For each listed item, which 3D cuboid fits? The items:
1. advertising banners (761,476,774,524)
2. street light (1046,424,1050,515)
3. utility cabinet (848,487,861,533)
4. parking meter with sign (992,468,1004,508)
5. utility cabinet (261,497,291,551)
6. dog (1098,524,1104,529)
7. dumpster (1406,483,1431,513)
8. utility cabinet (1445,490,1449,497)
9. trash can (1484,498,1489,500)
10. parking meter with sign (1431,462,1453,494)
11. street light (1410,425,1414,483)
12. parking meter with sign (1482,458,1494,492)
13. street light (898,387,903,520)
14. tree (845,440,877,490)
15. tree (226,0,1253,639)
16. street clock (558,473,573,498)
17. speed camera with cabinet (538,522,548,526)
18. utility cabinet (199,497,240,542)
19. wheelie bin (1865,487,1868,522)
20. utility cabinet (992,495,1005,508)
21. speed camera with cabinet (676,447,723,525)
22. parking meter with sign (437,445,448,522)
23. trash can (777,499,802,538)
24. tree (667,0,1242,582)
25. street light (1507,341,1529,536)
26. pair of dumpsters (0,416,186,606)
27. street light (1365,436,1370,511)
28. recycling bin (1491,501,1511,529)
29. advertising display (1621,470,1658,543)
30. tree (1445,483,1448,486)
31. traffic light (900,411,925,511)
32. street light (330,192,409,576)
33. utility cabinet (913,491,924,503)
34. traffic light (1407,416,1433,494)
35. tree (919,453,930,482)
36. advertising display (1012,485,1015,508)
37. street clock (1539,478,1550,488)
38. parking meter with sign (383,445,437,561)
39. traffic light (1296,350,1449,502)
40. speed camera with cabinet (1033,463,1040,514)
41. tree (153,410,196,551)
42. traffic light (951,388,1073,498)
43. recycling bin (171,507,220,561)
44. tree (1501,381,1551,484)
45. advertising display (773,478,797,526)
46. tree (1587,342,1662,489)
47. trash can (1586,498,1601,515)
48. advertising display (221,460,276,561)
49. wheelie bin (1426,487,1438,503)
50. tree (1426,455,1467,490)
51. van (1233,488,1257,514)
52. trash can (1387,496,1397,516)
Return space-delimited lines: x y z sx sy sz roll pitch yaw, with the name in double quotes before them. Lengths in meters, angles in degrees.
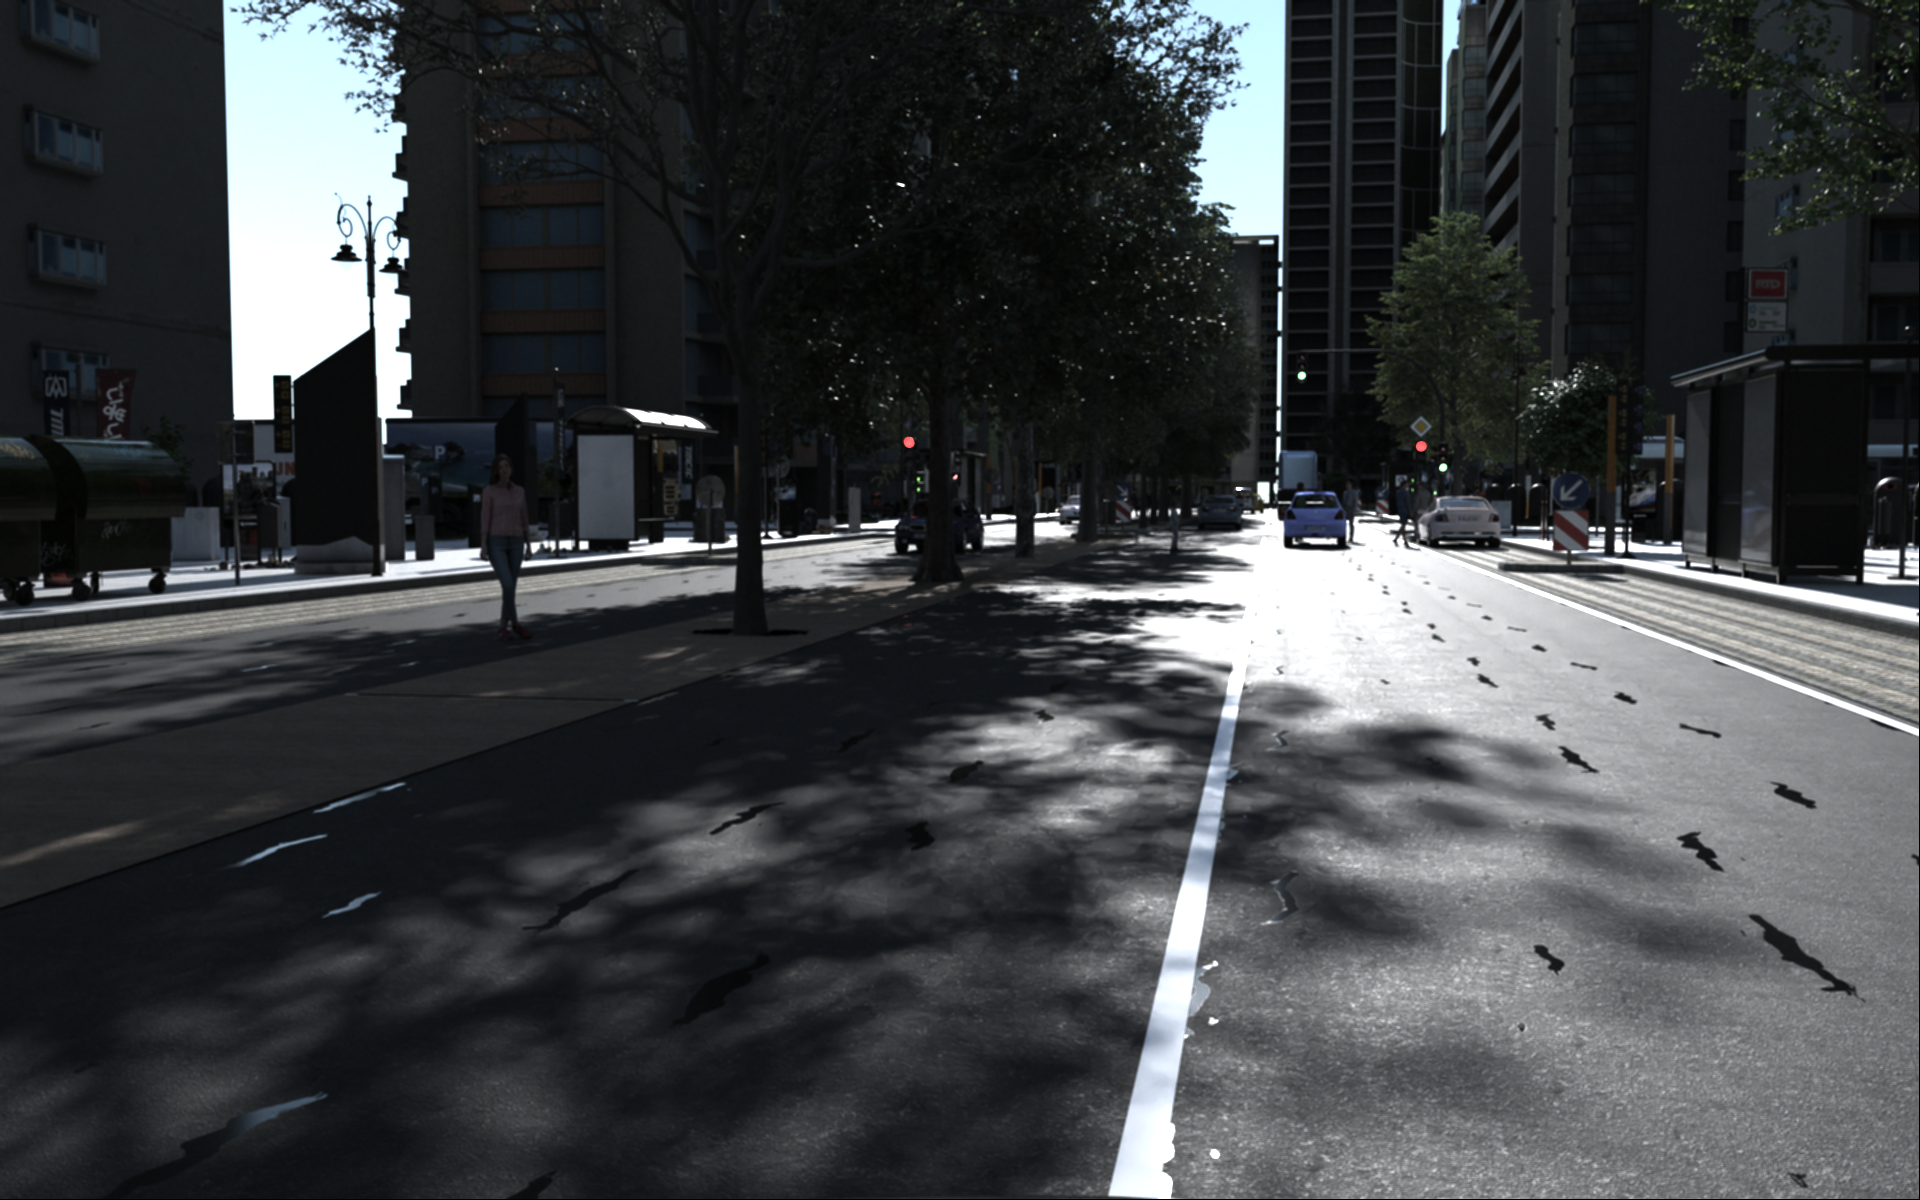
"advertising banners" -8.302 -4.755 73.936 0.090 3.025 2.074 1 4 12
"street light" 5.471 -8.268 107.963 0.468 5.910 1.993 1 4 10
"utility cabinet" -3.451 -2.946 56.841 0.318 1.500 1.173 -1 4 -10
"parking meter with sign" 2.467 -7.323 115.988 0.543 3.016 1.738 -2 4 -25
"utility cabinet" -15.579 -1.729 39.438 0.306 1.237 1.020 0 4 1
"dog" 5.569 -2.987 68.124 0.406 0.507 0.540 -1 4 -23
"dumpster" 23.209 -5.007 87.628 1.264 1.857 1.865 1 4 10
"utility cabinet" 26.622 -5.269 94.830 0.318 1.500 1.173 -1 4 -20
"trash can" 19.693 -3.309 65.752 0.748 1.137 0.748 0 3 0
"parking meter with sign" 25.793 -5.945 93.464 1.738 3.016 0.543 0 4 3
"street light" 23.836 -7.244 91.233 0.468 5.910 1.993 1 4 10
"parking meter with sign" 25.836 -5.422 84.905 0.543 3.016 1.738 1 4 14
"street light" -2.210 -5.680 65.652 0.468 5.910 1.993 1 4 10
"tree" -7.025 -10.092 115.366 4.360 8.622 3.978 0 3 0
"tree" -2.130 -6.375 17.061 12.009 13.543 11.850 0 3 0
"street clock" -13.465 -3.340 59.185 0.471 2.002 0.358 0 4 8
"speed camera with cabinet" -15.692 -4.547 68.675 2.038 3.252 0.660 1 4 13
"utility cabinet" -19.679 -2.139 46.128 1.020 1.237 0.306 0 4 2
"wheelie bin" 16.722 -1.527 32.876 0.693 1.594 0.980 -1 4 -22
"utility cabinet" 2.922 -7.157 128.182 0.306 1.237 1.020 2 4 35
"speed camera with cabinet" -10.975 -4.772 72.362 2.038 3.252 0.660 1 4 12
"parking meter with sign" -18.562 -3.932 60.545 0.543 3.016 1.738 1 4 13
"trash can" -4.989 -2.386 50.660 0.748 1.137 0.748 0 3 0
"tree" -0.316 -6.650 28.189 9.611 12.733 9.660 0 3 0
"street light" 16.825 -4.866 52.349 0.468 5.910 1.993 1 4 10
"pair of dumpsters" -11.085 -1.089 20.307 1.574 2.255 4.437 1 4 10
"street light" 31.614 -9.882 134.359 0.468 5.910 1.993 1 4 10
"recycling bin" 20.207 -3.190 64.716 0.722 1.027 0.722 1 4 16
"advertising display" 17.868 -2.468 45.570 0.974 1.923 0.123 -1 4 -10
"tree" 32.287 -7.521 117.562 1.663 3.219 1.824 0 3 0
"traffic light" -1.598 -4.175 57.179 0.839 4.253 0.868 1 4 10
"street light" -9.123 -3.311 26.925 0.468 5.910 1.993 1 4 10
"utility cabinet" -2.590 -6.540 115.606 1.173 1.500 0.318 2 4 29
"traffic light" 16.469 -4.473 62.052 0.839 4.253 0.868 1 4 10
"tree" -1.469 -7.893 112.765 4.285 4.588 4.351 0 3 0
"advertising display" 4.058 -7.218 123.230 0.123 1.923 0.974 -2 4 -33
"street clock" 26.573 -4.541 78.819 0.358 2.002 0.471 -2 4 -24
"parking meter with sign" -11.092 -2.278 33.499 1.738 3.016 0.543 -1 4 -15
"traffic light" 12.972 -4.878 54.425 4.771 5.953 1.251 1 4 10
"speed camera with cabinet" 4.616 -7.085 110.173 0.660 3.252 2.038 1 4 12
"tree" -18.003 -2.745 39.489 1.663 3.219 1.824 0 3 0
"traffic light" 1.898 -5.507 64.699 4.771 5.953 1.251 1 4 10
"recycling bin" -14.745 -1.276 33.419 0.722 1.027 0.722 -1 4 -9
"tree" 36.733 -9.801 110.603 4.737 8.622 4.395 0 3 0
"advertising display" -6.932 -3.885 68.736 0.974 1.923 0.123 1 4 12
"tree" 32.185 -8.234 84.995 4.737 8.622 4.395 0 3 0
"trash can" 25.770 -3.608 70.649 0.748 1.137 0.748 0 3 0
"advertising display" -13.630 -1.713 33.218 0.974 1.923 0.123 -1 4 -14
"wheelie bin" 21.141 -4.274 77.784 0.693 1.594 0.980 2 4 27
"tree" 34.149 -8.512 122.892 4.285 4.588 4.351 0 3 0
"van" 20.550 -7.255 125.636 2.013 2.044 4.112 1 4 10
"trash can" 25.455 -5.528 102.039 0.748 1.137 0.748 0 3 0
